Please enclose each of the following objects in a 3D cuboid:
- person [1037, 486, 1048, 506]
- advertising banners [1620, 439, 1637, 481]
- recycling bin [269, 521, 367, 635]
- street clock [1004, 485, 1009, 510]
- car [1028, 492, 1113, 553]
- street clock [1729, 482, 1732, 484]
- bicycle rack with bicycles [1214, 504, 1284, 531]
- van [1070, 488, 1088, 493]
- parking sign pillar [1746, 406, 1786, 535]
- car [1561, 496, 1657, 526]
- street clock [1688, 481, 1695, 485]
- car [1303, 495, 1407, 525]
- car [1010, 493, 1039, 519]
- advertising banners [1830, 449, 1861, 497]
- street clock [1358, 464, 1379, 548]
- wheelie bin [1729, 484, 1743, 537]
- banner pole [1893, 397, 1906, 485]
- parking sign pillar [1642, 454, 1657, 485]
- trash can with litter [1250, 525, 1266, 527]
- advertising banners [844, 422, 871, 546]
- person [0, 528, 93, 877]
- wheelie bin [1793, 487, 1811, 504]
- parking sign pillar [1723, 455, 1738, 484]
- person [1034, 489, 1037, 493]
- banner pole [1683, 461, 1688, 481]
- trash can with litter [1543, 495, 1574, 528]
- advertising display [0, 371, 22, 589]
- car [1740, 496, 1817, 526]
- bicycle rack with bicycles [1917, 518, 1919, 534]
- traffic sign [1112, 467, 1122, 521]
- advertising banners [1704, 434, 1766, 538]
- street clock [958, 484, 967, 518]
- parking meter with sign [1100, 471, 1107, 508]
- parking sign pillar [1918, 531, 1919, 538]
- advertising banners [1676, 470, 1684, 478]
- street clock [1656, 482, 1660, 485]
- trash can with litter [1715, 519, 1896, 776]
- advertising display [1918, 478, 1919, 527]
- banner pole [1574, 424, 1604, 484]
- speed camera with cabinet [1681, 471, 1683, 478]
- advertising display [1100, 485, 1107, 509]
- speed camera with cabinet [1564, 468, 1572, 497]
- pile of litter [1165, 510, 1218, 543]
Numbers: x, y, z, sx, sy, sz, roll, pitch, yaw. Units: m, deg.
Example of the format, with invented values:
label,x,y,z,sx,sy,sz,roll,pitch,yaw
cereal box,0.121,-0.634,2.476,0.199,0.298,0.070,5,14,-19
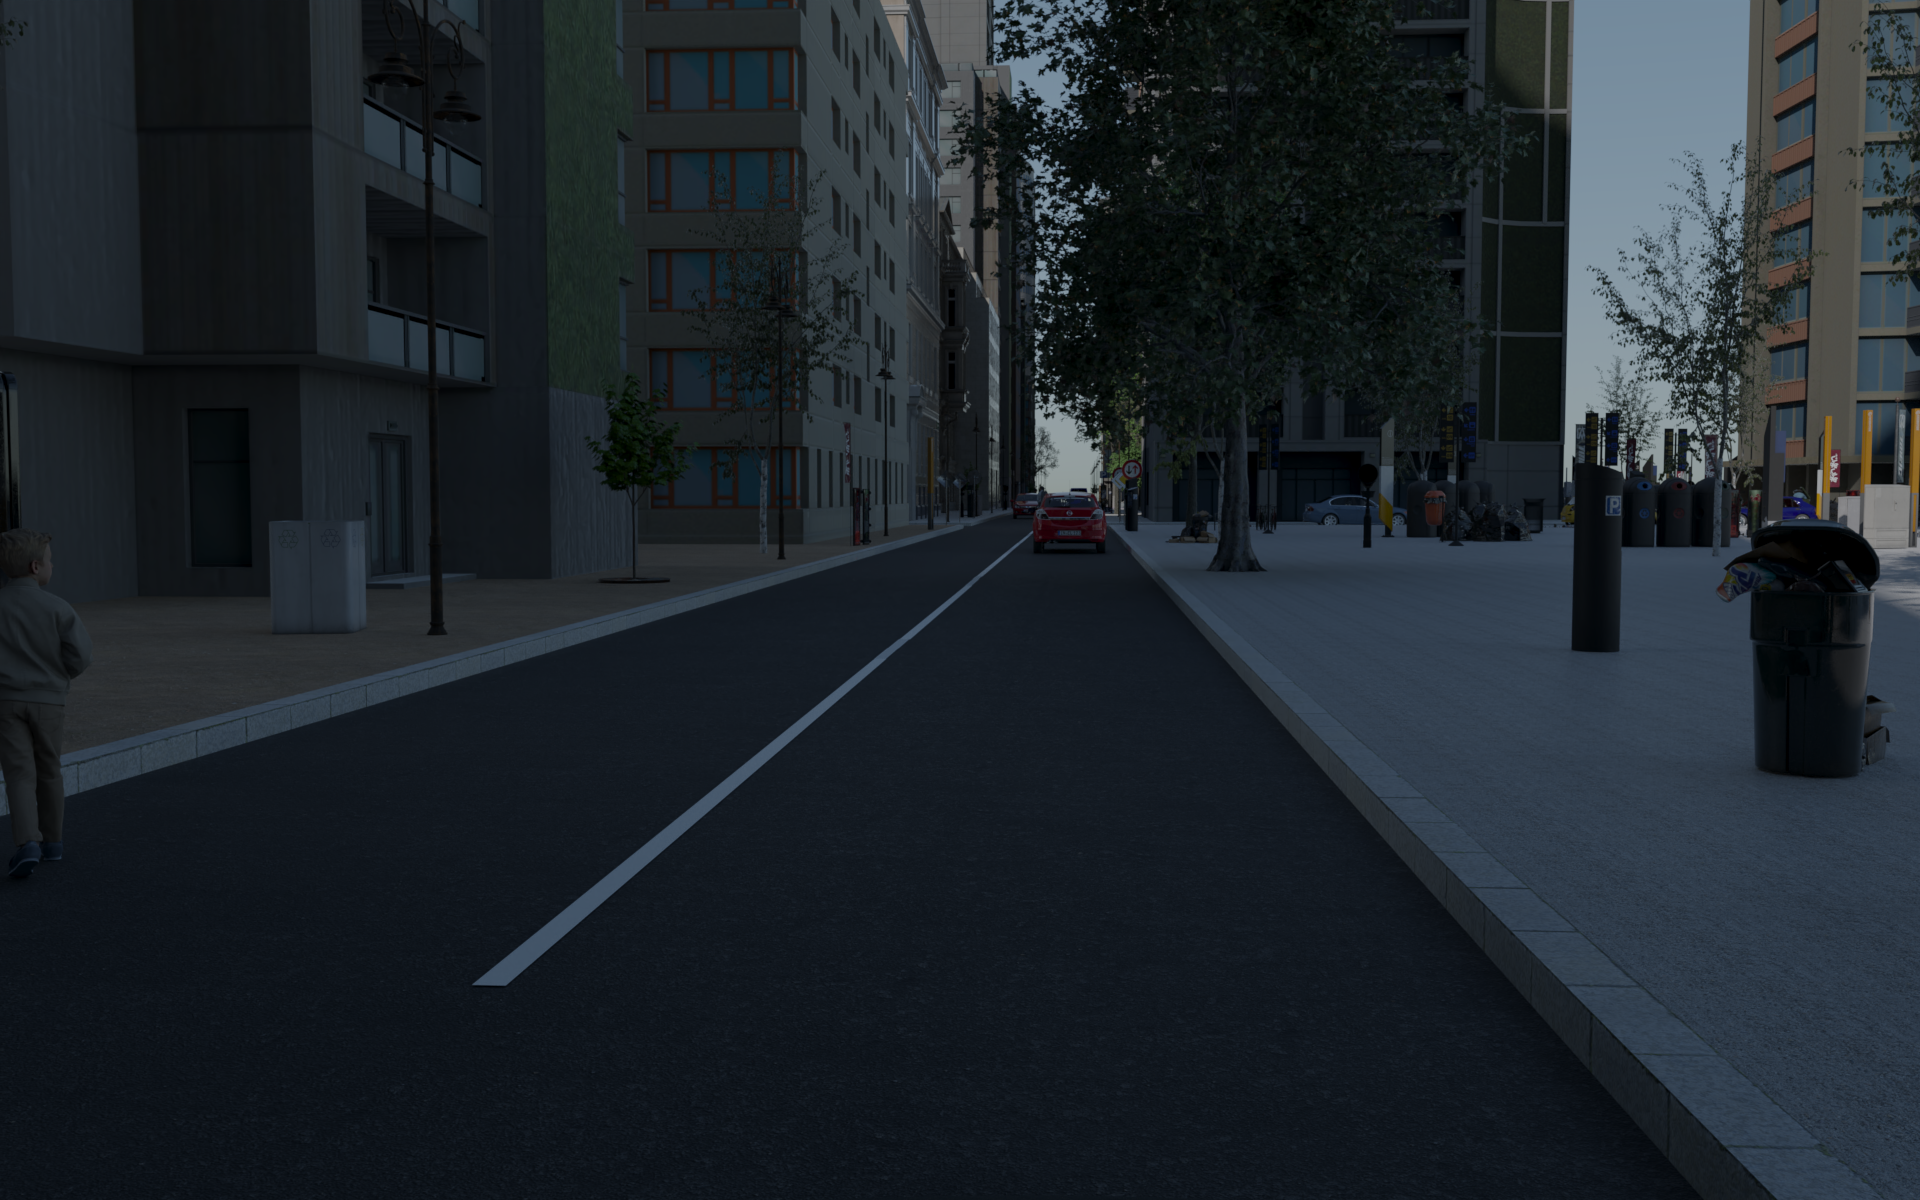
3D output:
label,x,y,z,sx,sy,sz,roll,pitch,yaw
person,4.169,-4.759,86.415,0.679,1.850,0.850,0,4,-4
advertising banners,21.100,-3.640,55.694,0.090,3.025,2.074,-1,4,-13
recycling bin,-5.988,-0.222,16.177,0.722,1.027,0.722,-1,4,-8
street clock,3.662,-8.228,139.098,0.358,2.002,0.471,-3,5,-41
car,2.753,-2.099,43.353,2.155,1.783,4.494,0,4,4
street clock,46.870,-6.150,105.119,0.471,2.002,0.358,1,4,11
bicycle rack with bicycles,10.311,-2.950,61.611,2.852,0.926,2.925,2,4,23
van,11.810,-10.300,172.793,2.240,2.365,5.245,0,4,3
parking sign pillar,25.189,-3.986,53.638,1.447,3.967,1.447,1,4,17
car,27.039,-3.766,71.800,3.980,1.641,2.015,0,4,4
street clock,39.802,-5.496,94.433,0.471,2.002,0.358,1,4,21
car,16.629,-3.694,72.391,4.499,1.417,2.014,0,4,3
car,4.008,-5.672,101.785,2.155,1.783,4.494,0,4,2
advertising banners,34.933,-4.373,67.693,2.074,3.025,0.090,1,4,10
street clock,9.728,-2.247,41.316,0.471,2.002,0.358,1,4,18
wheelie bin,23.095,-2.697,52.011,0.693,1.594,0.980,1,4,16
banner pole,24.329,-3.357,44.899,0.863,3.779,0.401,-3,5,-44
parking sign pillar,46.773,-7.893,117.518,1.447,3.967,1.447,0,4,-4
trash can with litter,11.094,-3.482,67.990,2.233,1.210,1.678,0,4,-8
advertising banners,-2.559,-2.864,43.014,0.090,3.025,2.074,1,4,15
person,-3.561,0.378,6.588,0.475,1.303,0.640,-2,4,-31
wheelie bin,37.059,-4.183,76.303,0.693,1.594,0.980,1,4,20
parking sign pillar,48.038,-7.270,107.338,1.447,3.967,1.447,-3,5,-40
person,5.083,-6.681,118.087,0.721,1.781,0.623,0,4,-8
banner pole,47.898,-7.608,114.403,0.401,3.779,0.863,3,5,41
trash can with litter,23.516,-3.385,66.395,2.233,1.210,1.678,1,4,14
advertising display,-5.329,-0.252,9.330,0.974,1.923,0.123,3,4,38
car,33.314,-3.629,71.907,3.894,1.354,1.945,0,4,5
bicycle rack with bicycles,30.115,-2.586,55.669,2.925,0.926,2.852,1,4,15
traffic sign,7.546,-4.985,81.617,0.768,2.556,0.104,1,4,13
advertising banners,22.596,-3.330,50.632,2.074,3.025,0.090,-1,4,-9
street clock,0.105,-5.519,94.813,0.471,2.002,0.358,1,4,15
parking meter with sign,10.932,-8.277,131.594,0.543,3.016,1.738,0,4,7
parking sign pillar,28.962,-3.809,50.741,1.447,3.967,1.447,-1,4,-16
advertising banners,51.730,-7.965,126.414,2.074,3.025,0.090,3,4,38
street clock,42.183,-6.125,104.715,0.358,2.002,0.471,2,4,26
trash can with litter,4.034,0.195,8.193,0.624,1.170,1.055,3,5,39
advertising display,37.886,-3.864,68.396,0.123,1.923,0.974,2,4,32
banner pole,19.668,-3.939,54.414,0.863,3.779,0.401,-1,4,-11
speed camera with cabinet,49.898,-7.673,119.787,0.660,3.252,2.038,3,4,38
advertising display,10.447,-7.400,126.203,0.123,1.923,0.974,2,4,28
speed camera with cabinet,45.317,-8.191,128.259,0.660,3.252,2.038,0,4,1
pile of litter,6.244,-1.925,45.440,1.719,0.858,1.176,3,5,45
